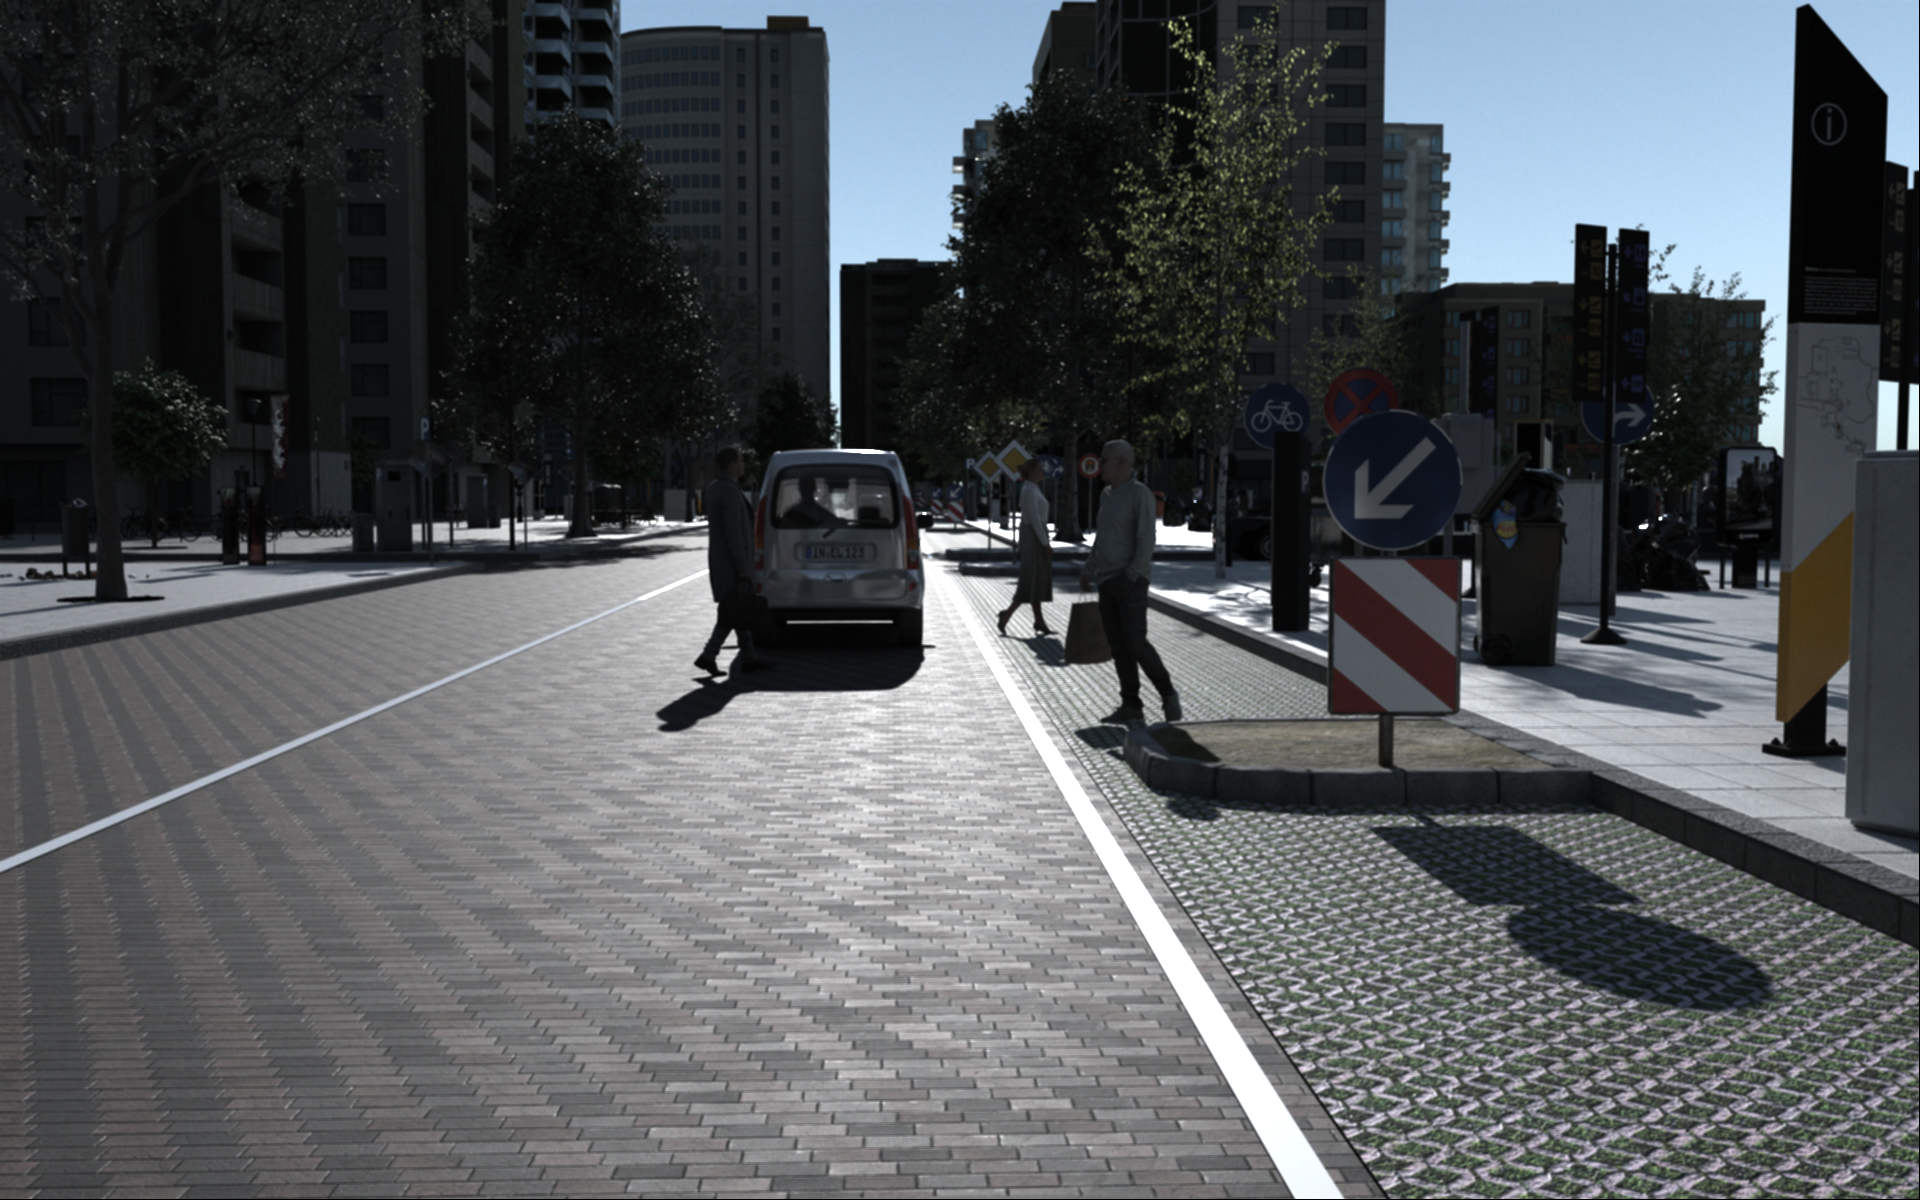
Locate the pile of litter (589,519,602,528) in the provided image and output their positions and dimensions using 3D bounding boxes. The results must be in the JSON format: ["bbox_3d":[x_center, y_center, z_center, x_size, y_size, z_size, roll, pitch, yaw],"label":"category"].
[{"bbox_3d":[-14.278,-3.224,66.675,1.176,0.858,1.719,1,4,23],"label":"pile of litter"}]

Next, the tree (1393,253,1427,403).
[{"bbox_3d":[12.506,-6.310,53.537,4.360,8.622,3.978,0,3,0],"label":"tree"}]

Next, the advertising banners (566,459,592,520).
[{"bbox_3d":[-18.707,-5.551,86.952,2.074,3.025,0.090,0,4,-4],"label":"advertising banners"}]

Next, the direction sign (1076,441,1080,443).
[{"bbox_3d":[4.612,-4.821,70.822,0.876,3.537,0.379,3,5,40],"label":"direction sign"}]

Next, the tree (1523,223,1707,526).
[{"bbox_3d":[17.831,-5.970,47.980,4.737,8.622,4.395,0,3,0],"label":"tree"}]

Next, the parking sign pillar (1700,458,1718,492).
[{"bbox_3d":[42.884,-6.736,98.613,1.447,3.967,1.447,-3,4,-37],"label":"parking sign pillar"}]

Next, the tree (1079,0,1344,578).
[{"bbox_3d":[3.945,-4.651,26.410,4.360,8.622,3.978,0,3,0],"label":"tree"}]

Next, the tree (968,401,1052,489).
[{"bbox_3d":[1.694,-8.437,88.300,4.360,8.622,3.978,0,3,0],"label":"tree"}]

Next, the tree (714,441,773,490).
[{"bbox_3d":[-13.874,-7.556,107.256,4.285,4.588,4.351,0,3,0],"label":"tree"}]

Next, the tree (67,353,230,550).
[{"bbox_3d":[-19.021,-3.482,40.647,4.285,4.588,4.351,0,3,0],"label":"tree"}]

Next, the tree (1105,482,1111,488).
[{"bbox_3d":[8.887,-6.352,98.457,1.663,3.219,1.824,0,3,0],"label":"tree"}]

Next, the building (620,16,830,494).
[{"bbox_3d":[-30.504,-41.305,217.329,28.212,58.520,21.231,0,4,-2],"label":"building"}]

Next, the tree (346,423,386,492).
[{"bbox_3d":[-27.626,-5.773,78.106,4.285,4.588,4.351,0,3,0],"label":"tree"}]

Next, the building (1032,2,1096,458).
[{"bbox_3d":[18.506,-33.350,168.971,21.300,48.544,21.600,0,4,-2],"label":"building"}]

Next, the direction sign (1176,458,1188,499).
[{"bbox_3d":[13.911,-7.131,108.592,0.876,3.537,0.379,-1,4,-23],"label":"direction sign"}]

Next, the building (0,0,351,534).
[{"bbox_3d":[-30.925,-17.685,60.855,14.160,30.474,14.107,0,4,-2],"label":"building"}]

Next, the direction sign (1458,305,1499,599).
[{"bbox_3d":[6.347,-1.792,21.290,0.379,3.537,0.876,-1,4,-13],"label":"direction sign"}]

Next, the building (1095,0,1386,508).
[{"bbox_3d":[19.590,-42.474,132.699,20.563,71.187,20.611,0,4,-2],"label":"building"}]

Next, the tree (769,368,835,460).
[{"bbox_3d":[-15.974,-14.728,157.803,9.611,12.733,9.660,0,3,0],"label":"tree"}]

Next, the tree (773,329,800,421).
[{"bbox_3d":[-12.188,-10.263,78.170,12.009,13.543,11.850,0,3,0],"label":"tree"}]

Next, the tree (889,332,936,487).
[{"bbox_3d":[-1.745,-20.600,192.705,12.611,20.169,13.585,0,3,0],"label":"tree"}]

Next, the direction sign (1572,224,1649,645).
[{"bbox_3d":[5.544,-1.395,14.812,0.876,3.537,0.379,-2,4,-29],"label":"direction sign"}]

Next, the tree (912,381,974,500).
[{"bbox_3d":[-1.533,-15.873,177.655,7.486,12.596,7.792,0,3,0],"label":"tree"}]

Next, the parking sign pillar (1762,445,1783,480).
[{"bbox_3d":[44.515,-6.497,94.700,1.447,3.967,1.447,1,4,16],"label":"parking sign pillar"}]

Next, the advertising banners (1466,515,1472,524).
[{"bbox_3d":[22.358,-4.846,75.425,2.074,3.025,0.090,-3,5,-41],"label":"advertising banners"}]

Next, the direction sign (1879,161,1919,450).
[{"bbox_3d":[6.622,-1.233,12.165,0.876,3.537,0.379,-3,5,-41],"label":"direction sign"}]

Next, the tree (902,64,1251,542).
[{"bbox_3d":[3.067,-7.919,46.488,9.611,12.733,9.660,0,3,0],"label":"tree"}]

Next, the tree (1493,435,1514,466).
[{"bbox_3d":[29.705,-6.853,95.758,4.285,4.588,4.351,0,3,0],"label":"tree"}]

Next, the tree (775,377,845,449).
[{"bbox_3d":[-17.092,-17.134,186.788,9.857,13.997,8.962,0,3,0],"label":"tree"}]

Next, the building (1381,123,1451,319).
[{"bbox_3d":[45.796,-36.845,222.017,30.456,49.044,23.786,0,4,-2],"label":"building"}]

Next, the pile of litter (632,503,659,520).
[{"bbox_3d":[-15.402,-4.336,84.852,1.176,0.858,1.719,-2,4,-30],"label":"pile of litter"}]

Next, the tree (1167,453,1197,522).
[{"bbox_3d":[10.407,-5.256,80.536,1.663,3.219,1.824,0,3,0],"label":"tree"}]

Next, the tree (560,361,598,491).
[{"bbox_3d":[-20.055,-8.810,94.404,4.737,8.622,4.395,0,3,0],"label":"tree"}]

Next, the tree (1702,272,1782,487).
[{"bbox_3d":[24.425,-6.512,56.830,4.737,8.622,4.395,0,3,0],"label":"tree"}]

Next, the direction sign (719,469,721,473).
[{"bbox_3d":[-13.190,-6.339,95.634,0.379,3.537,0.876,-1,4,-18],"label":"direction sign"}]

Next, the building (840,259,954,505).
[{"bbox_3d":[-7.892,-27.152,215.628,14.107,30.474,14.160,0,4,-2],"label":"building"}]

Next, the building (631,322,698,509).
[{"bbox_3d":[-40.946,-19.547,164.635,28.899,21.520,27.650,0,4,-2],"label":"building"}]

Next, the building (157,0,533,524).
[{"bbox_3d":[-30.548,-19.389,88.713,14.160,30.474,14.107,0,4,-2],"label":"building"}]

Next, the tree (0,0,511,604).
[{"bbox_3d":[-10.327,-6.728,20.381,12.009,13.543,11.850,0,3,0],"label":"tree"}]

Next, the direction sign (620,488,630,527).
[{"bbox_3d":[-12.954,-4.577,66.835,0.379,3.537,0.876,-2,4,-26],"label":"direction sign"}]

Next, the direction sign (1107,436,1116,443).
[{"bbox_3d":[5.185,-3.970,56.900,0.876,3.537,0.379,3,5,43],"label":"direction sign"}]

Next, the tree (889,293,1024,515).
[{"bbox_3d":[0.398,-12.326,108.185,9.857,13.997,8.962,0,3,0],"label":"tree"}]

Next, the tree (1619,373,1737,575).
[{"bbox_3d":[11.454,-2.042,27.981,1.663,3.219,1.824,0,3,0],"label":"tree"}]

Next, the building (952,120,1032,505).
[{"bbox_3d":[14.187,-36.761,220.647,30.456,49.044,23.786,0,4,-2],"label":"building"}]

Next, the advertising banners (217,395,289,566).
[{"bbox_3d":[-12.664,-2.134,31.075,2.074,3.025,0.090,2,4,32],"label":"advertising banners"}]

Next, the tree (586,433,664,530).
[{"bbox_3d":[-12.125,-4.813,62.403,4.285,4.588,4.351,0,3,0],"label":"tree"}]

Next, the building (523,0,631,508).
[{"bbox_3d":[-36.130,-49.803,126.958,22.319,86.520,31.000,0,4,-2],"label":"building"}]

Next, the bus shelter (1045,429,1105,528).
[{"bbox_3d":[4.361,-4.557,65.788,1.731,3.624,6.357,0,4,-2],"label":"bus shelter"}]

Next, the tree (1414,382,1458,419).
[{"bbox_3d":[31.730,-9.960,113.202,4.737,8.622,4.395,0,3,0],"label":"tree"}]

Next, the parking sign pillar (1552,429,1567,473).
[{"bbox_3d":[24.591,-5.119,72.163,1.447,3.967,1.447,3,5,45],"label":"parking sign pillar"}]

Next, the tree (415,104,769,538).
[{"bbox_3d":[-11.192,-8.212,51.277,9.611,12.733,9.660,0,3,0],"label":"tree"}]

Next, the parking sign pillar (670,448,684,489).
[{"bbox_3d":[-16.578,-6.921,101.631,1.447,3.967,1.447,-2,4,-27],"label":"parking sign pillar"}]

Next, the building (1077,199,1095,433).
[{"bbox_3d":[16.538,-23.214,151.244,14.160,30.474,14.107,0,4,-2],"label":"building"}]

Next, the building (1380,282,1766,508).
[{"bbox_3d":[56.573,-19.724,167.528,28.899,21.520,27.650,0,4,-2],"label":"building"}]
